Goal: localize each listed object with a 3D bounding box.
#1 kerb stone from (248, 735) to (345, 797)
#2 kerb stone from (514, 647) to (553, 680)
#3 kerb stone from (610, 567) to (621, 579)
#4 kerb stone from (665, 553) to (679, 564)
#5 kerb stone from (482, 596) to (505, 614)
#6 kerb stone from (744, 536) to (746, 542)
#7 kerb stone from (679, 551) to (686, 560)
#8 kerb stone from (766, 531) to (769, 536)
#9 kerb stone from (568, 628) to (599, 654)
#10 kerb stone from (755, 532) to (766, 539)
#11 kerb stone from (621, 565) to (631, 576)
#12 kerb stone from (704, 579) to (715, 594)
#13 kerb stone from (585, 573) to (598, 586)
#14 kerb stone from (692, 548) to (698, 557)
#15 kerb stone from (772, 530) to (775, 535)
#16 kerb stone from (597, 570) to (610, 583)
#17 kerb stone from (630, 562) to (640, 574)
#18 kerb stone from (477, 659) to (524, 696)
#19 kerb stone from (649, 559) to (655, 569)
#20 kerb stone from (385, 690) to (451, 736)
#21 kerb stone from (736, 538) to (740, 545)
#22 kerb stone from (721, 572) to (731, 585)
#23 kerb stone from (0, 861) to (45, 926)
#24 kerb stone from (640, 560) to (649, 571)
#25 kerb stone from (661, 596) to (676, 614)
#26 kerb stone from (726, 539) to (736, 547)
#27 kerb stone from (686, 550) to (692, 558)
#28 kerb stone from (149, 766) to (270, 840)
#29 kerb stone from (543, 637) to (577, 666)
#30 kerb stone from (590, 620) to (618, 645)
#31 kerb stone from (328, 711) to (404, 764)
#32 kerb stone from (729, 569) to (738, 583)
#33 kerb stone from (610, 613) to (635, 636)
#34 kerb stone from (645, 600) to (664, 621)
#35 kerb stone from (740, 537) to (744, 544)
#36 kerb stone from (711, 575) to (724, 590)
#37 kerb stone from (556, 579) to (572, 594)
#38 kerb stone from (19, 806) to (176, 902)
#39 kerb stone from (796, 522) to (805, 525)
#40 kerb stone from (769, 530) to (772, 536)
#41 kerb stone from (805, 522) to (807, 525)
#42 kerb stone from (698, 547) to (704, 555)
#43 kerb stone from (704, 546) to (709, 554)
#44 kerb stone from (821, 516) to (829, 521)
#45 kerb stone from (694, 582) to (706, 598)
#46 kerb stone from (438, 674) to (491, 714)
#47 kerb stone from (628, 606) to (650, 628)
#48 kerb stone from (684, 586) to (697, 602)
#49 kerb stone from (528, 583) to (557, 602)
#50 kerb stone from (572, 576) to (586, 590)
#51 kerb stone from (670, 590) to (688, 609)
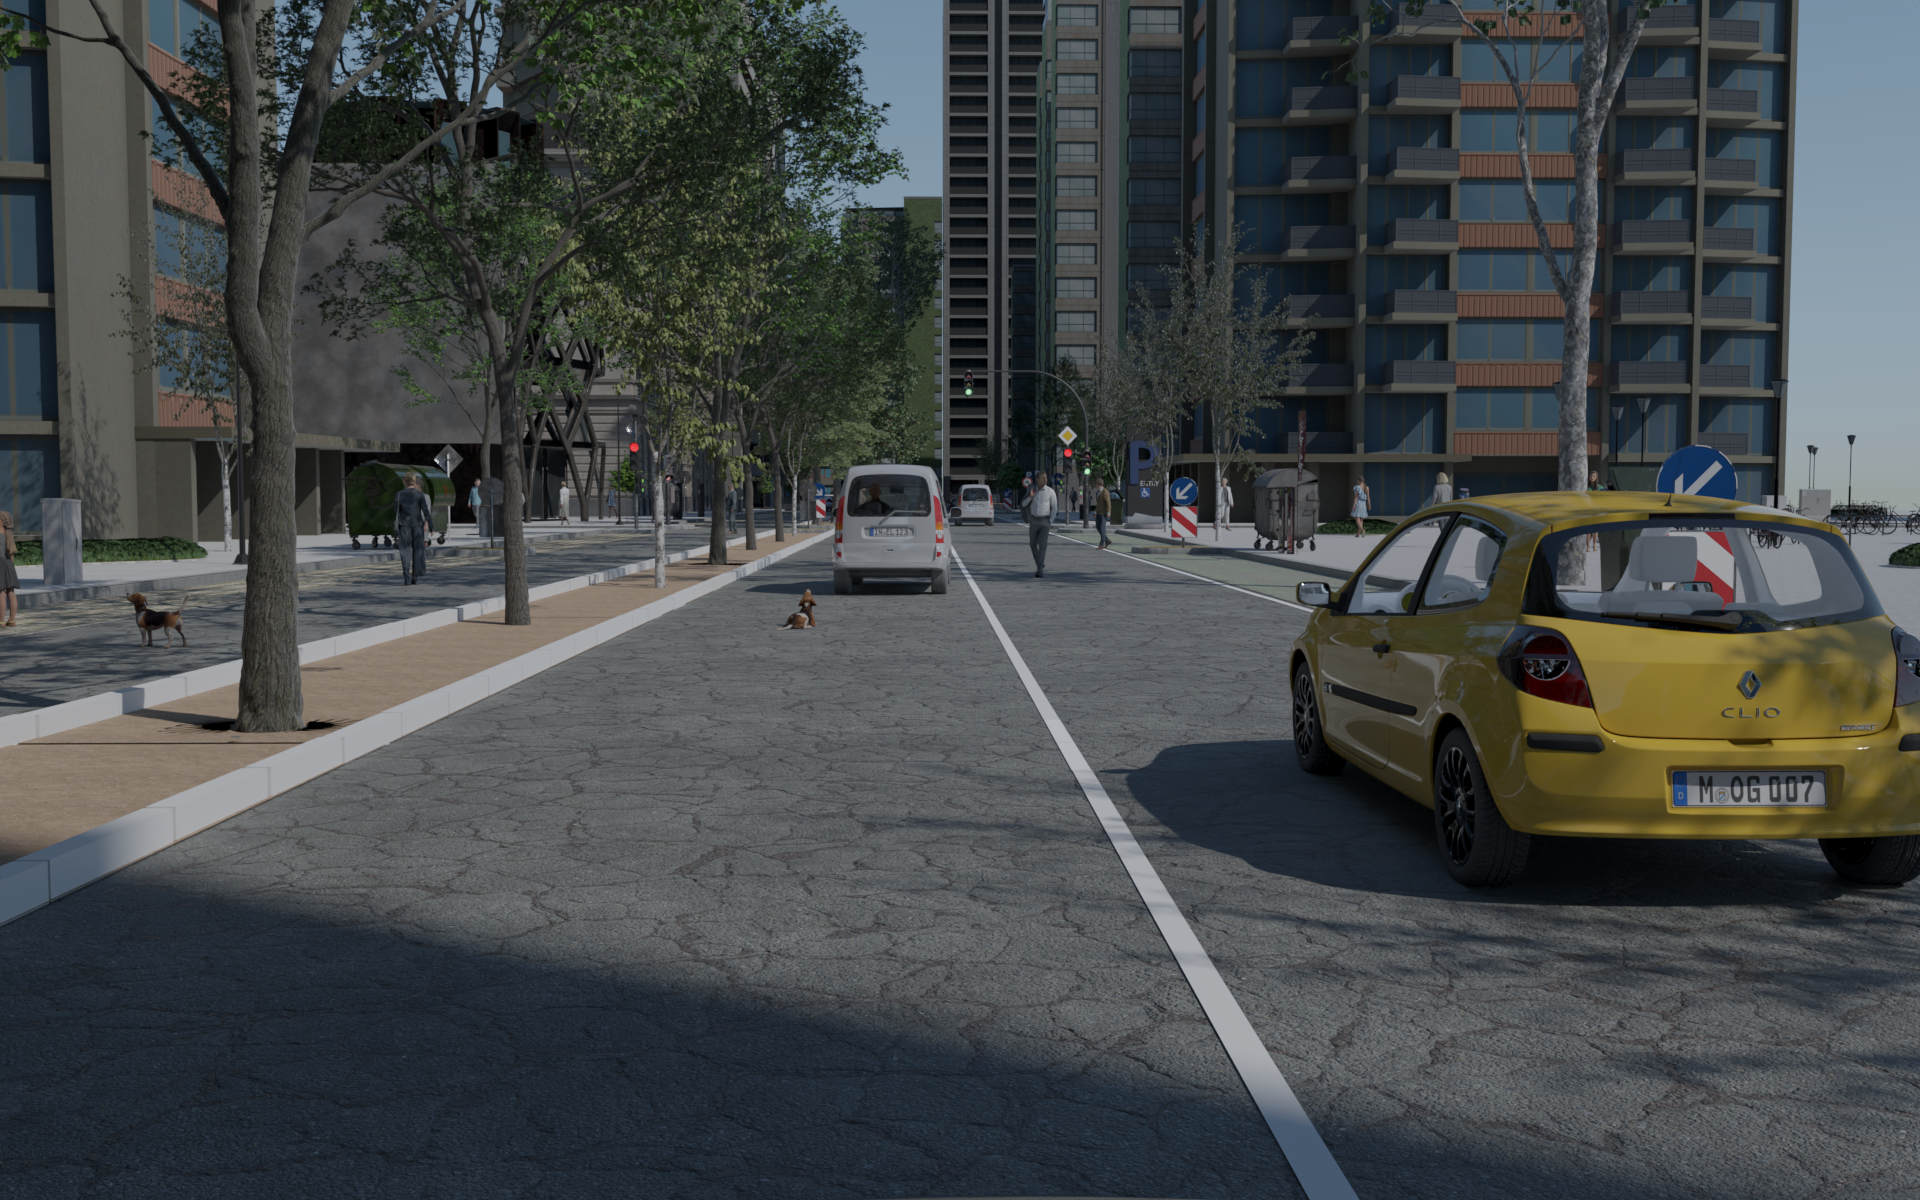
[{"bbox_3d":[-3.313,0.829,8.646,0.120,0.150,1.000,0,4,-1],"label":"kerb stone"},{"bbox_3d":[-3.426,0.517,13.769,0.120,0.150,1.000,0,4,-1],"label":"kerb stone"},{"bbox_3d":[-5.889,-0.422,29.088,0.120,0.150,1.000,0,4,-1],"label":"kerb stone"},{"bbox_3d":[-6.059,-0.857,36.246,0.120,0.150,1.000,0,4,-1],"label":"kerb stone"},{"bbox_3d":[-5.696,0.081,20.881,0.120,0.150,1.000,0,4,-1],"label":"kerb stone"},{"bbox_3d":[-6.385,-1.737,50.592,0.120,0.150,1.000,0,4,-1],"label":"kerb stone"},{"bbox_3d":[-6.072,-0.922,37.267,0.120,0.150,1.000,0,4,-1],"label":"kerb stone"},{"bbox_3d":[-6.562,-2.170,57.768,0.120,0.150,1.000,0,4,-1],"label":"kerb stone"},{"bbox_3d":[-3.477,0.390,15.821,0.120,0.150,1.000,0,4,-1],"label":"kerb stone"},{"bbox_3d":[-6.530,-2.105,56.745,0.120,0.150,1.000,0,4,-1],"label":"kerb stone"},{"bbox_3d":[-5.914,-0.481,30.111,0.120,0.150,1.000,0,4,-1],"label":"kerb stone"},{"bbox_3d":[-3.691,-0.170,25.022,0.120,0.150,1.000,0,4,-1],"label":"kerb stone"},{"bbox_3d":[-5.846,-0.295,27.036,0.120,0.150,1.000,0,4,-1],"label":"kerb stone"},{"bbox_3d":[-6.125,-1.047,39.313,0.120,0.150,1.000,0,4,-1],"label":"kerb stone"},{"bbox_3d":[-6.596,-2.302,59.828,0.120,0.150,1.000,0,4,-1],"label":"kerb stone"},{"bbox_3d":[-5.864,-0.359,28.067,0.120,0.150,1.000,0,4,-1],"label":"kerb stone"},{"bbox_3d":[-5.945,-0.546,31.132,0.120,0.150,1.000,0,4,-1],"label":"kerb stone"},{"bbox_3d":[-3.400,0.578,12.742,0.120,0.150,1.000,0,4,-1],"label":"kerb stone"},{"bbox_3d":[-5.982,-0.672,33.177,0.120,0.150,1.000,0,4,-1],"label":"kerb stone"},{"bbox_3d":[-3.355,0.704,10.692,0.120,0.150,1.000,0,4,-1],"label":"kerb stone"},{"bbox_3d":[-6.337,-1.612,48.545,0.120,0.150,1.000,0,4,-1],"label":"kerb stone"},{"bbox_3d":[-3.737,-0.298,27.070,0.120,0.150,1.000,0,4,-1],"label":"kerb stone"},{"bbox_3d":[-3.237,1.018,5.556,0.120,0.150,1.000,0,4,-1],"label":"kerb stone"},{"bbox_3d":[-5.958,-0.609,32.154,0.120,0.150,1.000,0,4,-1],"label":"kerb stone"},{"bbox_3d":[-3.596,0.085,20.935,0.120,0.150,1.000,0,4,-1],"label":"kerb stone"},{"bbox_3d":[-6.317,-1.547,47.523,0.120,0.150,1.000,0,4,-1],"label":"kerb stone"},{"bbox_3d":[-6.104,-0.983,38.289,0.120,0.150,1.000,0,4,-1],"label":"kerb stone"},{"bbox_3d":[-3.295,0.894,7.618,0.120,0.150,1.000,0,4,-1],"label":"kerb stone"},{"bbox_3d":[-3.452,0.452,14.800,0.120,0.150,1.000,0,4,-1],"label":"kerb stone"},{"bbox_3d":[-3.496,0.327,16.843,0.120,0.150,1.000,0,4,-1],"label":"kerb stone"},{"bbox_3d":[-3.329,0.769,9.668,0.120,0.150,1.000,0,4,-1],"label":"kerb stone"},{"bbox_3d":[-3.762,-0.361,28.097,0.120,0.150,1.000,0,4,-1],"label":"kerb stone"},{"bbox_3d":[-3.525,0.266,17.870,0.120,0.150,1.000,0,4,-1],"label":"kerb stone"},{"bbox_3d":[-3.564,0.140,19.913,0.120,0.150,1.000,0,4,-1],"label":"kerb stone"},{"bbox_3d":[-6.355,-1.674,49.570,0.120,0.150,1.000,0,4,-1],"label":"kerb stone"},{"bbox_3d":[-3.709,-0.236,26.048,0.120,0.150,1.000,0,4,-1],"label":"kerb stone"},{"bbox_3d":[-5.791,-0.170,24.978,0.120,0.150,1.000,0,4,-1],"label":"kerb stone"},{"bbox_3d":[-3.265,0.956,6.578,0.120,0.150,1.000,0,4,-1],"label":"kerb stone"},{"bbox_3d":[-6.968,-3.273,75.715,0.120,0.150,1.000,0,4,-1],"label":"kerb stone"},{"bbox_3d":[-6.577,-2.239,58.807,0.120,0.150,1.000,0,4,-1],"label":"kerb stone"},{"bbox_3d":[-6.991,-3.334,76.737,0.120,0.150,1.000,0,4,-1],"label":"kerb stone"},{"bbox_3d":[-6.147,-1.101,40.335,0.120,0.150,1.000,0,4,-1],"label":"kerb stone"},{"bbox_3d":[-6.166,-1.172,41.363,0.120,0.150,1.000,0,4,-1],"label":"kerb stone"},{"bbox_3d":[-7.424,-4.465,95.197,0.120,0.150,1.000,0,4,-1],"label":"kerb stone"},{"bbox_3d":[-3.671,-0.107,24.000,0.120,0.150,1.000,0,4,-1],"label":"kerb stone"},{"bbox_3d":[-3.379,0.642,11.718,0.120,0.150,1.000,0,4,-1],"label":"kerb stone"},{"bbox_3d":[-3.547,0.206,18.892,0.120,0.150,1.000,0,4,-1],"label":"kerb stone"},{"bbox_3d":[-3.653,-0.045,22.978,0.120,0.150,1.000,0,4,-1],"label":"kerb stone"},{"bbox_3d":[-5.769,-0.108,23.956,0.120,0.150,1.000,0,4,-1],"label":"kerb stone"},{"bbox_3d":[-5.813,-0.234,26.015,0.120,0.150,1.000,0,4,-1],"label":"kerb stone"},{"bbox_3d":[-3.610,0.015,21.957,0.120,0.150,1.000,0,4,-1],"label":"kerb stone"}]
